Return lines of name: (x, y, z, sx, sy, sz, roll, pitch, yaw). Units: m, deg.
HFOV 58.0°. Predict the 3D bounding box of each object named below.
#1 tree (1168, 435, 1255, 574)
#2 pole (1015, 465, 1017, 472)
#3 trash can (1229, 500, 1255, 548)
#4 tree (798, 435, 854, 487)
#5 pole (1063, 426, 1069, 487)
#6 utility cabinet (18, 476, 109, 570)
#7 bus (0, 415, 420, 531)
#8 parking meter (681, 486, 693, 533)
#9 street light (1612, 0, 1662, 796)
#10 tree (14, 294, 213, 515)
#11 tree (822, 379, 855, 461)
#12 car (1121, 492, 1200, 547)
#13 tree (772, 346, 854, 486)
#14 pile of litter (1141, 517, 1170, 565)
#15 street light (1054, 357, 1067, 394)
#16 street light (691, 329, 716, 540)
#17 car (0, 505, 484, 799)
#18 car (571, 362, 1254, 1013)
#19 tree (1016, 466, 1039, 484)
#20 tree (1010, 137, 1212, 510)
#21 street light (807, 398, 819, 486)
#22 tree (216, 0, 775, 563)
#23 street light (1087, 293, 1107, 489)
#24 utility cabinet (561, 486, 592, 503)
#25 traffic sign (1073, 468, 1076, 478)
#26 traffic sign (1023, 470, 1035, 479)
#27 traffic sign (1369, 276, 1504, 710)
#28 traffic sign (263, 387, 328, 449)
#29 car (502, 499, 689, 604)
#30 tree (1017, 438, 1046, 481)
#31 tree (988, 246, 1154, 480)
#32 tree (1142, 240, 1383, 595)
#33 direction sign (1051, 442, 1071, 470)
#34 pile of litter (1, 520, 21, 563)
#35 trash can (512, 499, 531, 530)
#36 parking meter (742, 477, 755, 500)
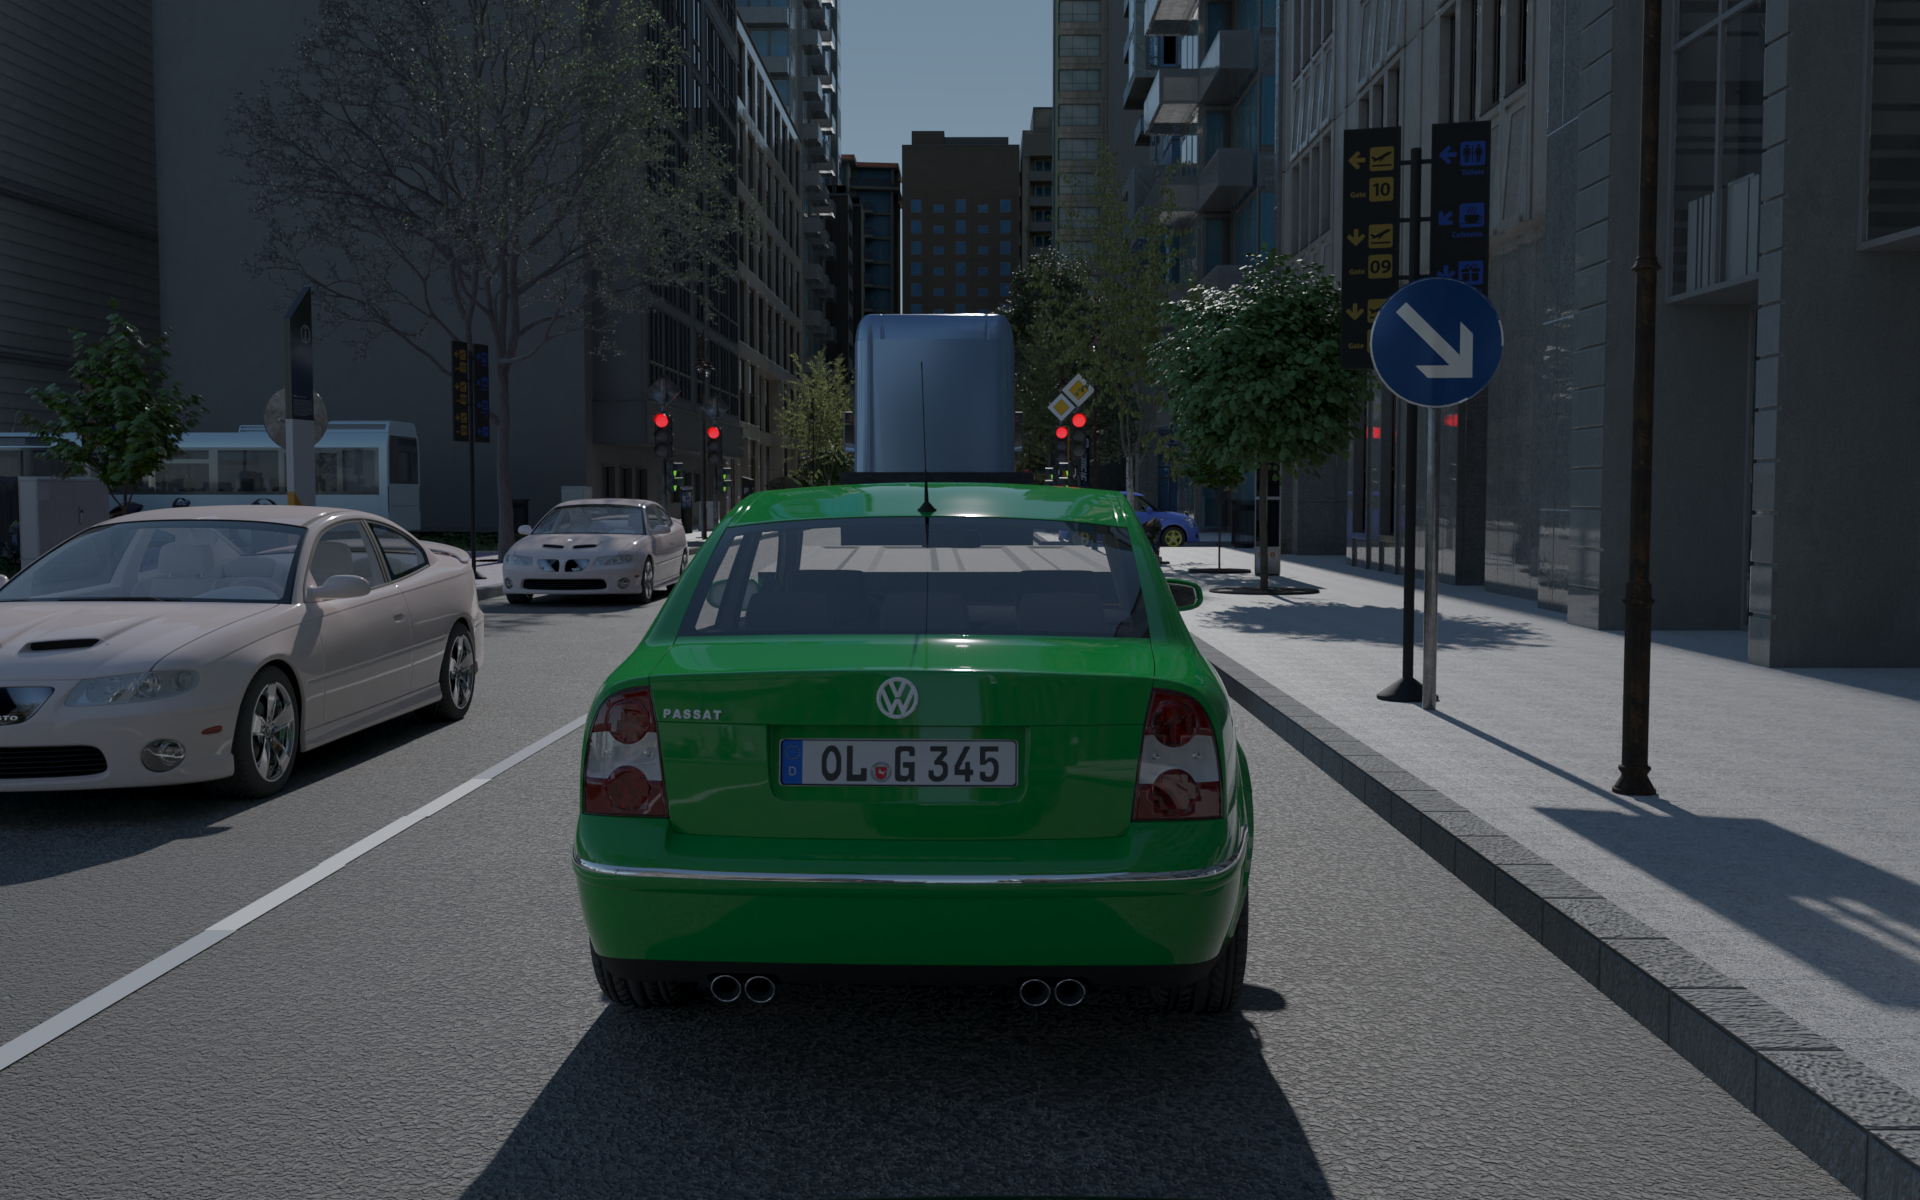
tree: (4.214, -2.067, 28.398, 1.663, 3.219, 1.824, 0, 3, 0)
pole: (3.495, -7.027, 108.742, 0.158, 3.312, 0.155, 0, 3, 0)
trash can: (6.749, -1.802, 41.119, 0.748, 1.137, 0.748, 0, 3, 0)
tree: (-7.365, -6.912, 96.717, 4.285, 4.588, 4.351, 0, 3, 0)
pole: (3.191, -3.567, 52.172, 0.158, 3.312, 0.155, 0, 3, 0)
utility cabinet: (-11.317, -0.811, 21.945, 0.318, 1.500, 1.173, 1, 4, 16)
bus: (-20.814, -3.022, 44.275, 13.247, 3.499, 2.948, 0, 3, 0)
parking meter: (-8.922, -2.944, 56.550, 0.372, 1.533, 0.369, 0, 3, 0)
street light: (2.897, -2.109, 7.266, 0.468, 5.910, 1.993, 0, 4, 0)
tree: (-8.322, -1.366, 16.932, 1.663, 3.219, 1.824, 0, 3, 0)
tree: (-7.192, -9.871, 111.757, 4.737, 8.622, 4.395, 0, 3, 0)
car: (4.415, -2.183, 45.286, 3.694, 1.707, 1.945, 0, 4, 2)
tree: (-7.474, -8.334, 86.630, 4.360, 8.622, 3.978, 0, 3, 0)
pile of litter: (3.282, -1.098, 31.921, 1.176, 0.858, 1.719, 0, 4, 7)
street light: (3.350, -5.152, 57.027, 0.468, 5.910, 1.993, 0, 4, 0)
street light: (-7.180, -4.637, 48.610, 0.468, 5.910, 1.993, 0, 4, 0)
car: (-4.119, 0.164, 9.677, 2.083, 1.381, 4.827, 0, 4, 2)
car: (-0.052, 0.160, 6.185, 1.959, 1.807, 4.718, 0, 4, 2)
tree: (4.031, -6.745, 104.889, 1.663, 3.219, 1.824, 0, 3, 0)
tree: (3.475, -5.219, 35.691, 4.737, 8.622, 4.395, 0, 3, 0)
street light: (-6.942, -6.684, 82.078, 0.468, 5.910, 1.993, 0, 4, 0)
tree: (-8.708, -7.459, 32.319, 12.009, 13.543, 11.850, 0, 3, 0)
street light: (3.120, -4.107, 39.944, 0.468, 5.910, 1.993, 0, 4, 0)
utility cabinet: (-10.685, -2.428, 48.376, 0.318, 1.500, 1.173, -3, 5, -43)
traffic sign: (3.721, -3.584, 59.782, 0.795, 2.450, 0.064, 0, 4, 7)
traffic sign: (3.564, -5.581, 91.353, 0.768, 2.556, 0.104, 0, 4, 3)
traffic sign: (2.795, -0.620, 10.242, 0.768, 2.556, 0.104, 0, 4, 7)
traffic sign: (-7.789, -1.236, 20.322, 0.768, 2.556, 0.104, 0, 4, 1)
car: (-4.970, -0.720, 24.131, 2.083, 1.381, 4.827, 0, 4, 1)
tree: (4.128, -14.599, 156.818, 7.486, 12.596, 7.792, 0, 3, 0)
tree: (4.341, -9.980, 80.175, 9.611, 12.733, 9.660, 0, 3, 0)
tree: (4.060, -2.376, 22.567, 4.285, 4.588, 4.351, 0, 3, 0)
direction sign: (4.329, -5.034, 74.305, 0.876, 3.537, 0.379, 0, 4, -8)
pile of litter: (-16.501, -1.029, 30.783, 1.719, 0.858, 1.176, -3, 4, -38)
trash can: (-12.488, -2.276, 48.858, 0.748, 1.137, 0.748, 0, 3, 0)
parking meter: (-7.104, -3.207, 58.144, 0.399, 1.863, 0.255, 1, 4, 18)
